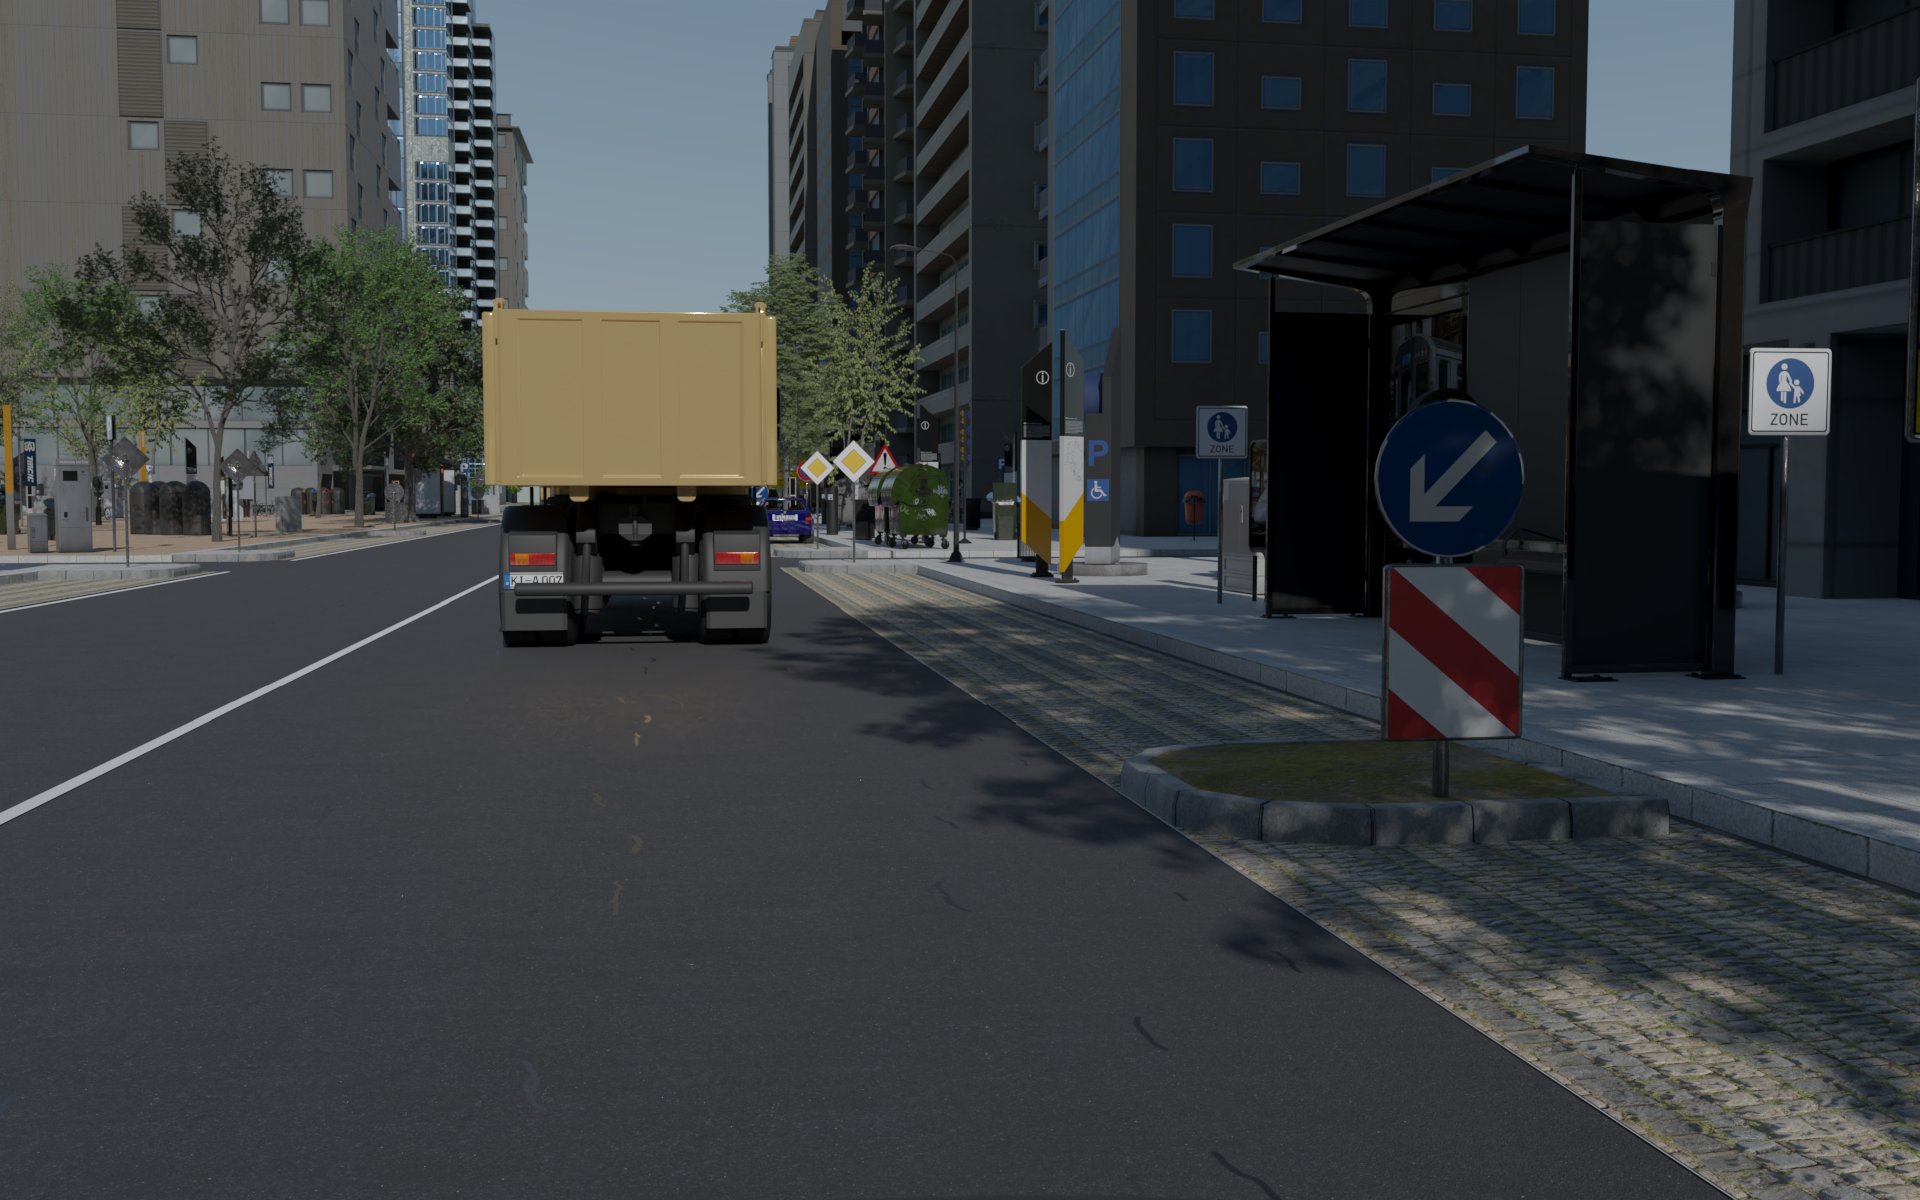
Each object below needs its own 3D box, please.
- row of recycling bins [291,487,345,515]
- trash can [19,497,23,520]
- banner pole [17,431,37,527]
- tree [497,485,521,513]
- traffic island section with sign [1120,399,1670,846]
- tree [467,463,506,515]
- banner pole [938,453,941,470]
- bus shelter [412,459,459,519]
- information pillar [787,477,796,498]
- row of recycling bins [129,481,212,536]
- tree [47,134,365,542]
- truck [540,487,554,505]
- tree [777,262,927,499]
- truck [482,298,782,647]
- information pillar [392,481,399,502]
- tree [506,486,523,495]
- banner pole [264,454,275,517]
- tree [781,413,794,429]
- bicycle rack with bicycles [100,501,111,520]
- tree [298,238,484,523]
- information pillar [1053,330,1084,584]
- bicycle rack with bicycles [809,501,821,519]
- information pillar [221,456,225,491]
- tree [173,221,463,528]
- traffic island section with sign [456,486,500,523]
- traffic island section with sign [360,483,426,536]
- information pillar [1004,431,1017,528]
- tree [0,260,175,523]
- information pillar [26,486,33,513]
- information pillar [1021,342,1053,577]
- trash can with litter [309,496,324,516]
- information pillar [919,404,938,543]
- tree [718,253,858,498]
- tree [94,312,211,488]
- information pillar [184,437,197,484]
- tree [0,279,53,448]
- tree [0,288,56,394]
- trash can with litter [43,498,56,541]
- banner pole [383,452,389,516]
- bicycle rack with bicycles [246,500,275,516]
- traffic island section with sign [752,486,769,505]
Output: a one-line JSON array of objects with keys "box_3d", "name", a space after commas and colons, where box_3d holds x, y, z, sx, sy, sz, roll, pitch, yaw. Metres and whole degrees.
[{"box_3d": [-39.974, -6.155, 107.744, 1.069, 1.692, 3.534, 3, 4, 37], "name": "row of recycling bins"}, {"box_3d": [-47.030, -4.563, 86.257, 0.748, 1.137, 0.748, 0, 3, 0], "name": "trash can"}, {"box_3d": [-36.996, -4.809, 68.643, 0.401, 3.779, 0.863, 3, 4, 39], "name": "banner pole"}, {"box_3d": [-31.273, -10.236, 117.728, 4.737, 8.622, 4.395, 0, 3, 0], "name": "tree"}, {"box_3d": [1.820, 0.039, 7.990, 1.989, 1.847, 2.006, -1, 4, -10], "name": "traffic island section with sign"}, {"box_3d": [-29.657, -6.907, 107.535, 1.663, 3.219, 1.824, 0, 3, 0], "name": "tree"}, {"box_3d": [-1.410, -6.300, 93.022, 0.863, 3.779, 0.401, -1, 4, -15], "name": "banner pole"}, {"box_3d": [-28.373, -6.065, 93.091, 2.014, 3.302, 5.546, -1, 4, -10], "name": "bus shelter"}, {"box_3d": [-7.382, -4.373, 75.990, 0.304, 2.012, 0.304, -2, 4, -25], "name": "information pillar"}, {"box_3d": [-24.842, -2.893, 54.410, 3.534, 1.692, 1.069, 2, 4, 32], "name": "row of recycling bins"}, {"box_3d": [-19.923, -6.816, 45.856, 8.767, 10.594, 7.601, -1, 4, -10], "name": "tree"}, {"box_3d": [-21.214, -5.992, 93.894, 3.469, 3.379, 9.791, -1, 4, -10], "name": "truck"}, {"box_3d": [-3.251, -6.444, 55.714, 4.737, 8.622, 4.395, 0, 3, 0], "name": "tree"}, {"box_3d": [-3.615, -1.474, 20.023, 3.469, 3.379, 9.791, -1, 4, -9], "name": "truck"}, {"box_3d": [-31.521, -5.643, 96.749, 0.304, 2.012, 0.304, -3, 5, -39], "name": "information pillar"}, {"box_3d": [-34.364, -8.524, 133.974, 1.663, 3.219, 1.824, 0, 3, 0], "name": "tree"}, {"box_3d": [-38.444, -6.503, 96.333, 0.863, 3.779, 0.401, 2, 4, 24], "name": "banner pole"}, {"box_3d": [-16.671, -13.563, 132.122, 12.009, 13.543, 11.850, 0, 3, 0], "name": "tree"}, {"box_3d": [-43.611, -4.413, 85.530, 2.852, 0.926, 2.925, -3, 5, -44], "name": "bicycle rack with bicycles"}, {"box_3d": [-24.831, -9.852, 78.086, 9.611, 12.733, 9.660, 0, 3, 0], "name": "tree"}, {"box_3d": [1.599, -2.053, 24.929, 0.183, 3.616, 0.504, 3, 5, 40], "name": "information pillar"}, {"box_3d": [-7.028, -5.354, 100.919, 2.925, 0.926, 2.852, -1, 4, -11], "name": "bicycle rack with bicycles"}, {"box_3d": [-45.004, -6.976, 105.408, 0.504, 3.616, 0.183, -3, 5, -42], "name": "information pillar"}, {"box_3d": [-22.939, -8.575, 65.962, 9.928, 11.665, 9.643, 0, 3, 0], "name": "tree"}, {"box_3d": [-24.063, -4.764, 86.526, 1.989, 1.847, 2.006, -1, 4, -10], "name": "traffic island section with sign"}, {"box_3d": [-19.582, -3.139, 59.944, 1.989, 1.847, 2.006, -1, 4, -10], "name": "traffic island section with sign"}, {"box_3d": [1.923, -4.657, 67.489, 0.504, 3.616, 0.183, 3, 4, 38], "name": "information pillar"}, {"box_3d": [-39.260, -9.321, 78.153, 9.928, 11.665, 9.643, 0, 3, 0], "name": "tree"}, {"box_3d": [-52.765, -5.732, 98.204, 0.304, 2.012, 0.304, -3, 4, -38], "name": "information pillar"}, {"box_3d": [1.187, -2.159, 26.658, 0.504, 3.616, 0.183, -1, 4, -12], "name": "information pillar"}, {"box_3d": [-37.418, -5.459, 100.634, 0.624, 1.170, 1.055, 0, 4, 1], "name": "trash can with litter"}, {"box_3d": [-0.817, -3.278, 44.947, 0.504, 3.616, 0.183, 0, 4, 5], "name": "information pillar"}, {"box_3d": [-8.381, -10.007, 81.746, 7.486, 12.596, 7.792, 0, 3, 0], "name": "tree"}, {"box_3d": [-30.972, -7.087, 66.240, 4.737, 8.622, 4.395, 0, 3, 0], "name": "tree"}, {"box_3d": [-31.665, -4.892, 71.331, 0.183, 3.616, 0.504, 2, 4, 34], "name": "information pillar"}, {"box_3d": [-32.415, -6.562, 57.644, 4.737, 8.622, 4.395, 0, 3, 0], "name": "tree"}, {"box_3d": [-29.413, -6.172, 51.277, 4.360, 8.622, 3.978, 0, 3, 0], "name": "tree"}, {"box_3d": [-24.842, -2.226, 47.790, 1.055, 1.170, 0.624, 3, 5, 42], "name": "trash can with litter"}, {"box_3d": [-33.998, -6.893, 102.720, 0.401, 3.779, 0.863, -3, 4, -37], "name": "banner pole"}, {"box_3d": [-41.627, -5.480, 102.986, 2.852, 0.926, 2.925, 3, 5, 41], "name": "bicycle rack with bicycles"}, {"box_3d": [-7.407, -3.308, 62.713, 1.989, 1.847, 2.006, -1, 4, -10], "name": "traffic island section with sign"}]
